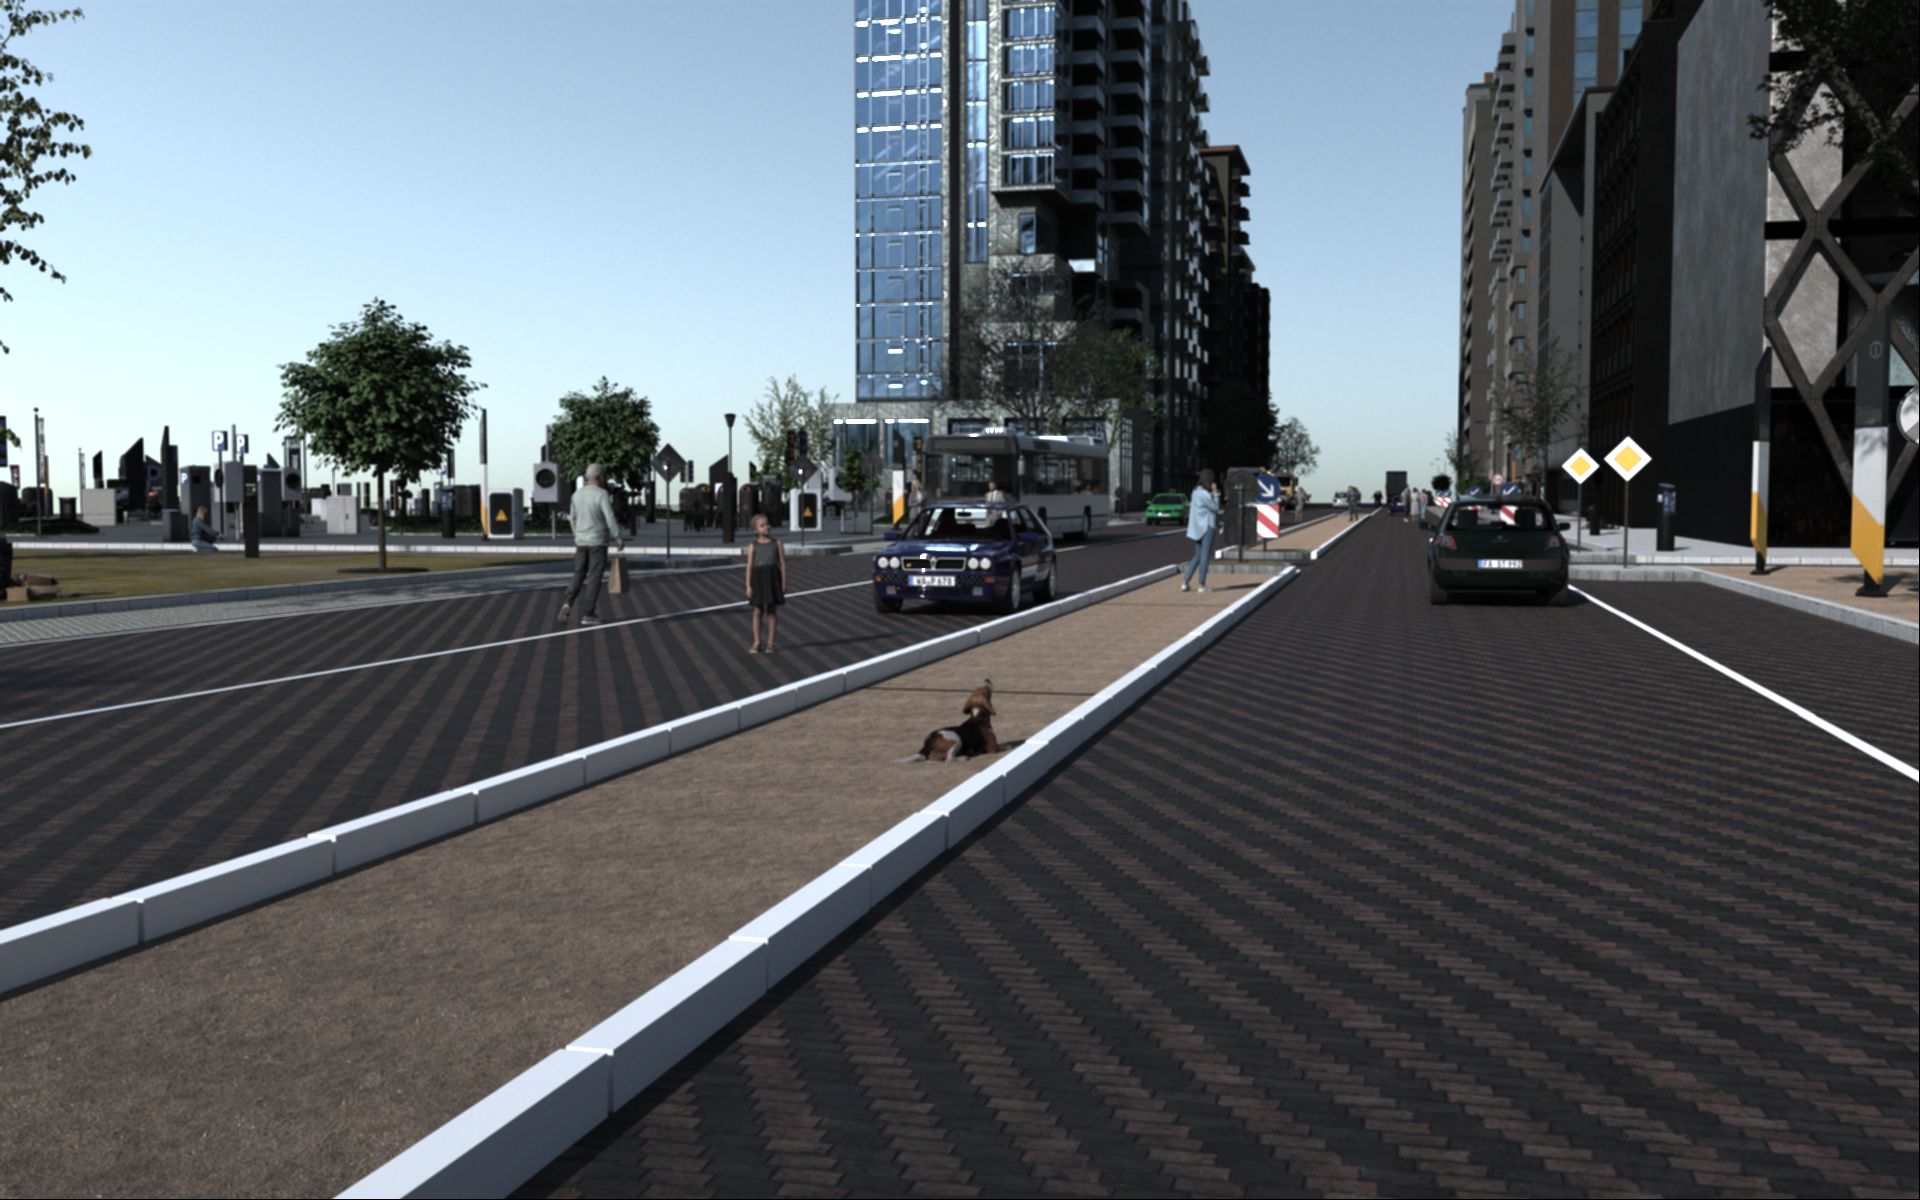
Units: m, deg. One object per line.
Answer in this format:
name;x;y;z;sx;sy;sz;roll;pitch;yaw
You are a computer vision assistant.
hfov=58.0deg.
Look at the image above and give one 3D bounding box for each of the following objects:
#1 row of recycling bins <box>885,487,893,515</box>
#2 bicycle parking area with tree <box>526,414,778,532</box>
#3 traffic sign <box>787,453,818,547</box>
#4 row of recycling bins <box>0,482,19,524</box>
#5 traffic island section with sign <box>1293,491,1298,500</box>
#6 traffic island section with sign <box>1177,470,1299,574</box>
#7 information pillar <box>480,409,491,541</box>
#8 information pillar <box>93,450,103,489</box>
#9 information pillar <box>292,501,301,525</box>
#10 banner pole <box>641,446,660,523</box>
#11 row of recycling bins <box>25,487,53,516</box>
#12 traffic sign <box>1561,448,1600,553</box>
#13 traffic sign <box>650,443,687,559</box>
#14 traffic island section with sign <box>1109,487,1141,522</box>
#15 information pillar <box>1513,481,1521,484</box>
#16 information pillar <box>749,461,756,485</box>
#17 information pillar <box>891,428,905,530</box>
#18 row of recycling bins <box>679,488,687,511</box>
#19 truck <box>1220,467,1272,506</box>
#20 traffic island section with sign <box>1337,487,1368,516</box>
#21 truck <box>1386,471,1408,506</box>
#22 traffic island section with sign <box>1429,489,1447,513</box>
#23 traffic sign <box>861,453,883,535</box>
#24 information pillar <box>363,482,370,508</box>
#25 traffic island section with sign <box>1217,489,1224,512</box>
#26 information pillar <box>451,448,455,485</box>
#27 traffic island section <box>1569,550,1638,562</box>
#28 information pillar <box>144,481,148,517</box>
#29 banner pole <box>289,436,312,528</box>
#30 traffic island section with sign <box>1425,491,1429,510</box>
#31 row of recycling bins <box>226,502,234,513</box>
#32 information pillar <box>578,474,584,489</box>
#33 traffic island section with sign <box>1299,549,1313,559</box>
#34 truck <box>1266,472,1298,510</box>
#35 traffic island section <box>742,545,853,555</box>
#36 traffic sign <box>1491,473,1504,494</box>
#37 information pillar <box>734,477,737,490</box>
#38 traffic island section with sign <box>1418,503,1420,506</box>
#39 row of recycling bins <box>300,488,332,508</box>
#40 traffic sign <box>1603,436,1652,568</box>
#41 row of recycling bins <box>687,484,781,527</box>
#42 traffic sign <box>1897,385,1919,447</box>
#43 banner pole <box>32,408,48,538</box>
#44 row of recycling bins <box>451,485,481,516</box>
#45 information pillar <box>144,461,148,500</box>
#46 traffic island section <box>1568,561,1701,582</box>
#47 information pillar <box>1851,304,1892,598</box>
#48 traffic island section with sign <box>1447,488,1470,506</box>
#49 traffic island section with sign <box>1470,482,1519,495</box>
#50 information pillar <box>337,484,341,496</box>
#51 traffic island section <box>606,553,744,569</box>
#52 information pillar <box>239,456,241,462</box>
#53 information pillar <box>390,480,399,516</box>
row of recycling bins;-3.495;-6.099;106.826;1.069;1.692;3.534;-2;4;-31
bicycle parking area with tree;-10.842;-4.595;62.126;8.231;4.147;9.016;1;4;19
traffic sign;-3.820;-2.349;42.049;0.795;2.450;0.064;1;4;14
row of recycling bins;-34.185;-3.323;61.440;1.069;1.692;3.534;-3;4;-37
traffic island section with sign;47.508;-14.446;244.817;1.989;1.847;2.006;1;4;14
traffic island section with sign;5.106;-1.451;31.865;2.006;1.907;1.989;1;4;14
information pillar;-13.148;-3.455;47.836;0.183;3.616;0.504;-2;4;-28
information pillar;-45.913;-6.174;92.298;0.183;3.616;0.504;2;4;33
information pillar;-26.631;-3.964;69.302;0.304;2.012;0.304;2;4;30
banner pole;-13.967;-5.375;77.893;0.863;3.779;0.401;-1;4;-14
row of recycling bins;-54.275;-5.804;102.000;1.069;1.692;3.534;-1;4;-11
traffic sign;13.475;-2.081;37.664;0.795;2.450;0.064;1;4;14
traffic sign;-5.781;-1.876;34.308;0.795;2.450;0.064;1;4;14
traffic island section with sign;8.381;-5.001;90.387;1.989;1.847;2.006;1;4;14
information pillar;31.116;-5.648;96.838;0.304;2.012;0.304;-3;4;-39
information pillar;-14.539;-7.960;121.501;0.504;3.616;0.183;-1;4;-22
information pillar;-2.173;-4.265;61.088;0.504;3.616;0.183;2;4;35
row of recycling bins;-17.613;-6.524;113.785;1.069;1.692;3.534;-1;4;-23
truck;21.229;-8.032;127.254;3.469;3.379;9.791;1;4;14
traffic island section with sign;25.378;-6.346;111.892;2.006;1.907;1.989;1;4;14
truck;55.223;-14.075;219.046;2.839;4.237;11.283;1;4;15
traffic island section with sign;37.564;-7.669;134.018;1.989;1.847;2.006;1;4;14
traffic sign;-2.756;-3.299;54.040;0.768;2.556;0.104;1;4;21
information pillar;-36.910;-6.317;107.780;0.304;2.012;0.304;-3;5;-42
traffic island section with sign;20.619;-7.953;138.660;1.989;1.847;2.006;1;4;14
information pillar;-25.952;-5.948;88.608;0.183;3.616;0.504;-2;4;-31
traffic island section;13.499;-0.945;37.735;2.009;0.180;2.903;1;4;14
information pillar;-46.492;-5.756;98.597;0.304;2.012;0.304;2;4;26
banner pole;-25.124;-4.639;65.870;0.863;3.779;0.401;0;4;5
traffic island section with sign;44.390;-9.316;160.949;1.989;1.847;2.006;1;4;14
row of recycling bins;-50.087;-6.816;118.553;1.069;1.692;3.534;2;4;34
information pillar;-17.711;-5.483;81.007;0.183;3.616;0.504;-3;5;-41
traffic island section with sign;6.934;-1.890;39.044;2.006;1.907;1.989;1;4;14
truck;28.740;-9.783;155.868;3.469;3.379;9.791;1;4;12
traffic island section;-3.845;-1.213;42.117;2.009;0.180;2.903;1;4;14
traffic sign;32.771;-6.452;105.598;0.768;2.556;0.104;1;4;16
information pillar;-9.987;-4.380;76.101;0.304;2.012;0.304;1;4;22
traffic island section with sign;57.733;-12.540;213.660;1.989;1.847;2.006;1;4;14
row of recycling bins;-41.303;-6.353;110.989;3.534;1.692;1.069;3;5;45
traffic sign;11.514;-1.607;29.922;0.795;2.450;0.064;1;4;14
row of recycling bins;-8.749;-3.723;67.980;3.534;1.692;1.069;0;4;6
traffic sign;11.000;-1.193;19.609;0.768;2.556;0.104;1;4;18
banner pole;-26.547;-3.670;50.018;0.863;3.779;0.401;3;5;45
row of recycling bins;-22.703;-4.394;78.955;1.069;1.692;3.534;-2;4;-34
information pillar;-53.603;-7.492;113.850;0.183;3.616;0.504;1;4;14
traffic island section;11.538;-0.472;29.993;2.009;0.180;2.903;1;4;14
information pillar;11.366;-1.850;21.603;0.183;3.616;0.504;-1;4;-13
traffic island section with sign;25.441;-4.741;86.147;1.989;1.847;2.006;1;4;14
traffic island section with sign;18.683;-3.110;59.473;1.989;1.847;2.006;1;4;14
information pillar;-43.301;-7.121;120.920;0.304;2.012;0.304;0;4;4
traffic island section;-5.806;-0.740;34.376;2.009;0.180;2.903;1;4;14
information pillar;-44.224;-7.051;106.633;0.183;3.616;0.504;-3;4;-37
information pillar;-28.680;-5.096;87.812;0.304;2.012;0.304;2;4;24
